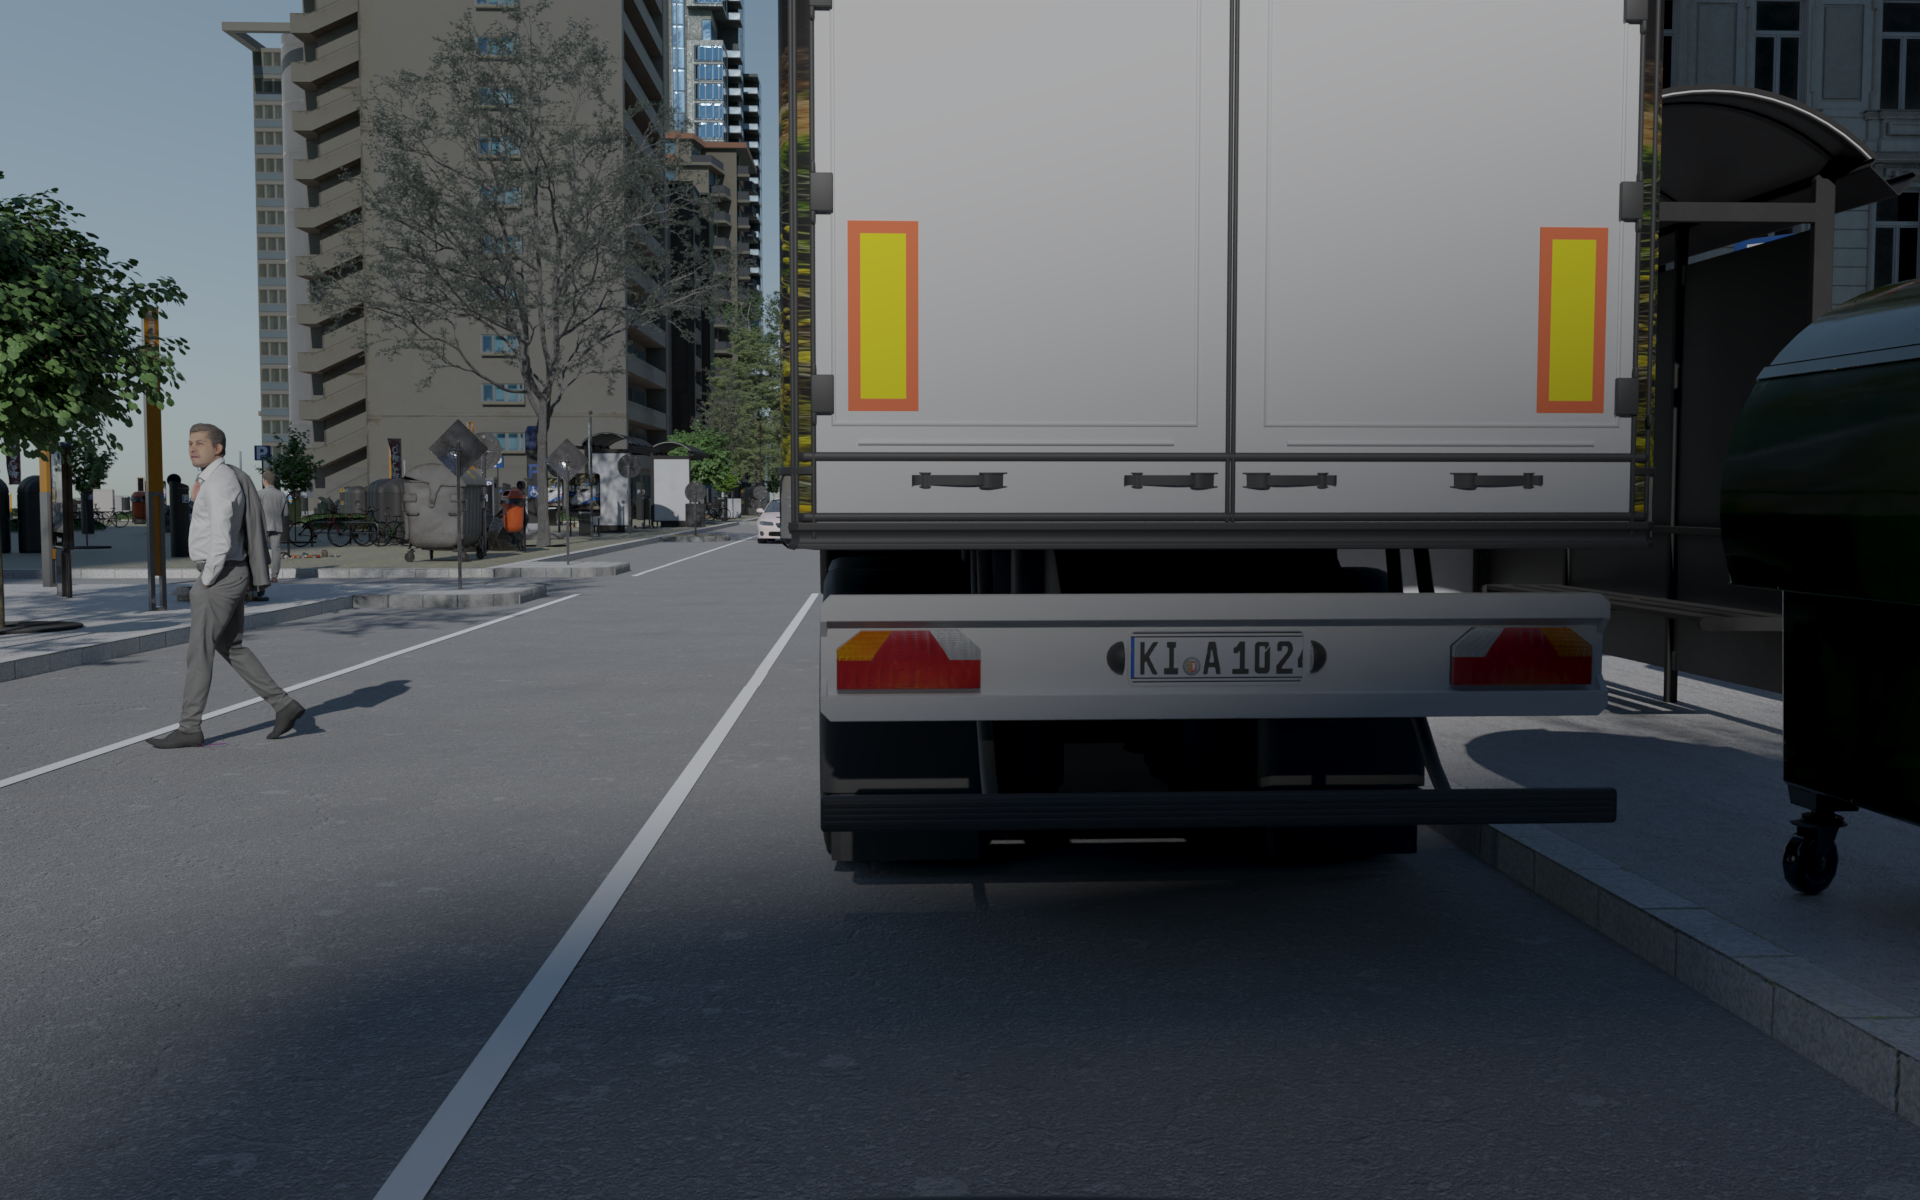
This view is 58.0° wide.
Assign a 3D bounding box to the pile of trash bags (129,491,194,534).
[{"bbox_3d":[-26.041,-2.925,57.573,1.912,1.369,3.447,2,4,23],"label":"pile of trash bags"}]

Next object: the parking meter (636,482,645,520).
[{"bbox_3d":[-15.688,-4.857,85.118,0.399,1.863,0.255,2,4,30],"label":"parking meter"}]

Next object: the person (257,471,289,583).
[{"bbox_3d":[-11.236,-1.184,28.058,0.583,1.804,0.606,3,4,36],"label":"person"}]

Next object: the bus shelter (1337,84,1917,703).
[{"bbox_3d":[3.603,-1.066,11.349,2.014,3.302,5.546,0,4,-2],"label":"bus shelter"}]

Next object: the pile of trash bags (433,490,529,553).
[{"bbox_3d":[-10.559,-1.778,38.822,1.912,1.369,3.447,-3,4,-38],"label":"pile of trash bags"}]

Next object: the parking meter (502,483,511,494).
[{"bbox_3d":[-23.580,-5.164,90.135,0.255,1.863,0.399,3,5,40],"label":"parking meter"}]

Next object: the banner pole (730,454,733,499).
[{"bbox_3d":[-14.081,-7.109,106.253,0.401,3.779,0.863,-2,4,-28],"label":"banner pole"}]

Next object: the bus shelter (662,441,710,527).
[{"bbox_3d":[-11.282,-4.612,69.334,2.014,3.302,5.546,0,4,-2],"label":"bus shelter"}]

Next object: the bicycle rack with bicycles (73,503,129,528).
[{"bbox_3d":[-33.163,-3.211,65.886,2.925,0.926,2.852,-1,4,-10],"label":"bicycle rack with bicycles"}]

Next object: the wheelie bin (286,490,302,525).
[{"bbox_3d":[-27.433,-3.873,71.227,0.693,1.594,0.980,-2,4,-29],"label":"wheelie bin"}]

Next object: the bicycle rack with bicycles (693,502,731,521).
[{"bbox_3d":[-12.386,-4.228,82.508,2.925,0.926,2.852,0,4,-3],"label":"bicycle rack with bicycles"}]

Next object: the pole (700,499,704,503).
[{"bbox_3d":[-13.959,-6.108,93.716,0.158,3.312,0.155,0,3,0],"label":"pole"}]

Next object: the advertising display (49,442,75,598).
[{"bbox_3d":[-11.236,-1.007,21.677,0.123,1.923,0.974,-2,4,-35],"label":"advertising display"}]

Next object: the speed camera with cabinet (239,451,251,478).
[{"bbox_3d":[-33.624,-5.199,79.346,2.038,3.252,0.660,-2,4,-34],"label":"speed camera with cabinet"}]

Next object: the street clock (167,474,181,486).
[{"bbox_3d":[-27.728,-3.460,61.144,0.471,2.002,0.358,-2,4,-26],"label":"street clock"}]

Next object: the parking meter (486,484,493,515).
[{"bbox_3d":[-11.956,-2.153,43.617,0.372,1.533,0.369,0,3,0],"label":"parking meter"}]

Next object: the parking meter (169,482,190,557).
[{"bbox_3d":[-15.912,-1.646,35.328,0.372,1.533,0.369,0,3,0],"label":"parking meter"}]

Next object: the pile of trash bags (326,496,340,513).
[{"bbox_3d":[-36.218,-5.679,102.607,3.447,1.369,1.912,2,4,30],"label":"pile of trash bags"}]

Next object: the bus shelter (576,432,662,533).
[{"bbox_3d":[-11.706,-4.013,59.536,2.014,3.302,5.546,0,4,-3],"label":"bus shelter"}]

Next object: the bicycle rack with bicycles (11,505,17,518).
[{"bbox_3d":[-42.908,-4.177,81.672,2.925,0.926,2.852,3,4,37],"label":"bicycle rack with bicycles"}]

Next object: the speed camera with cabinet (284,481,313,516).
[{"bbox_3d":[-37.396,-6.338,97.957,0.660,3.252,2.038,1,4,12],"label":"speed camera with cabinet"}]

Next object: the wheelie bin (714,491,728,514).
[{"bbox_3d":[-13.992,-5.731,101.609,0.980,1.594,0.693,1,4,16],"label":"wheelie bin"}]

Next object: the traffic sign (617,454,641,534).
[{"bbox_3d":[-10.583,-3.382,55.398,0.768,2.556,0.104,0,4,4],"label":"traffic sign"}]

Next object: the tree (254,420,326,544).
[{"bbox_3d":[-17.468,-3.108,45.422,1.663,3.219,1.824,0,3,0],"label":"tree"}]

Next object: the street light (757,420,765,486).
[{"bbox_3d":[-12.457,-8.282,108.192,0.468,5.910,1.993,0,4,-2],"label":"street light"}]

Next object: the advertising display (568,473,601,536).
[{"bbox_3d":[-11.594,-2.952,53.474,0.974,1.923,0.123,-1,4,-12],"label":"advertising display"}]

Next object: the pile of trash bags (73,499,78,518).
[{"bbox_3d":[-44.657,-4.638,85.584,1.912,1.369,3.447,-2,4,-27],"label":"pile of trash bags"}]

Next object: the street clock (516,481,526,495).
[{"bbox_3d":[-23.882,-5.486,94.272,0.471,2.002,0.358,2,4,28],"label":"street clock"}]

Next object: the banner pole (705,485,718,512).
[{"bbox_3d":[-12.778,-6.086,89.519,0.863,3.779,0.401,0,4,7],"label":"banner pole"}]

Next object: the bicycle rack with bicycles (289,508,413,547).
[{"bbox_3d":[-14.593,-1.788,42.615,2.925,0.926,2.852,1,4,12],"label":"bicycle rack with bicycles"}]

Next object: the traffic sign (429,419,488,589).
[{"bbox_3d":[-6.735,-1.201,23.286,0.795,2.450,0.064,0,4,-2],"label":"traffic sign"}]

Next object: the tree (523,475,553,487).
[{"bbox_3d":[-23.450,-6.217,96.255,1.663,3.219,1.824,0,3,0],"label":"tree"}]

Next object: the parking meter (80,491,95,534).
[{"bbox_3d":[-28.108,-2.898,55.786,0.372,1.533,0.369,0,3,0],"label":"parking meter"}]

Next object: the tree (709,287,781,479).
[{"bbox_3d":[-13.639,-17.388,140.181,12.611,20.169,13.585,0,3,0],"label":"tree"}]

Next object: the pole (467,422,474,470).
[{"bbox_3d":[-13.855,-3.379,49.093,0.158,3.312,0.155,0,3,0],"label":"pole"}]

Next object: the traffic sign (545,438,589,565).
[{"bbox_3d":[-7.084,-1.689,31.263,0.795,2.450,0.064,0,4,-2],"label":"traffic sign"}]

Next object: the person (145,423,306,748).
[{"bbox_3d":[-4.219,-0.081,9.918,0.850,1.850,0.679,-1,4,-22],"label":"person"}]

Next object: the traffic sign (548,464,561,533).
[{"bbox_3d":[-12.275,-3.234,52.983,0.768,2.556,0.104,0,4,7],"label":"traffic sign"}]

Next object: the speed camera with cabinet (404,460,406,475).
[{"bbox_3d":[-32.669,-6.600,102.251,0.660,3.252,2.038,0,4,4],"label":"speed camera with cabinet"}]

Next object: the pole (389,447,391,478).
[{"bbox_3d":[-22.872,-4.644,69.774,0.158,3.312,0.155,0,3,0],"label":"pole"}]

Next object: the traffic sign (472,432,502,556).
[{"bbox_3d":[-9.836,-2.181,35.757,0.768,2.556,0.104,0,4,-2],"label":"traffic sign"}]

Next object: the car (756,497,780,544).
[{"bbox_3d":[-4.975,-2.403,51.651,2.083,1.381,4.827,0,4,-1],"label":"car"}]

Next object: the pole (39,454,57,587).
[{"bbox_3d":[-12.574,-1.837,23.872,0.158,3.312,0.155,0,3,0],"label":"pole"}]

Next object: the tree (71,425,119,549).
[{"bbox_3d":[-20.729,-2.822,40.741,1.663,3.219,1.824,0,3,0],"label":"tree"}]

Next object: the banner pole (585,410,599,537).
[{"bbox_3d":[-11.122,-3.797,52.104,0.401,3.779,0.863,-1,4,-19],"label":"banner pole"}]

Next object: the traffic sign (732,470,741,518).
[{"bbox_3d":[-11.735,-5.473,89.484,0.884,2.594,0.081,0,4,6],"label":"traffic sign"}]

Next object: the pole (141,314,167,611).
[{"bbox_3d":[-8.830,-1.537,18.967,0.158,3.312,0.155,0,3,0],"label":"pole"}]

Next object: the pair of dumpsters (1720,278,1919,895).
[{"bbox_3d":[3.347,-0.062,3.512,1.574,2.255,4.437,0,4,-2],"label":"pair of dumpsters"}]

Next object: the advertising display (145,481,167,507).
[{"bbox_3d":[-38.557,-4.759,83.017,0.974,1.923,0.123,-3,5,-41],"label":"advertising display"}]

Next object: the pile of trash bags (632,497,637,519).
[{"bbox_3d":[-17.211,-4.779,87.895,3.447,1.369,1.912,-2,4,-25],"label":"pile of trash bags"}]

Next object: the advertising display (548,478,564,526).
[{"bbox_3d":[-16.486,-3.961,69.984,0.974,1.923,0.123,1,4,9],"label":"advertising display"}]
